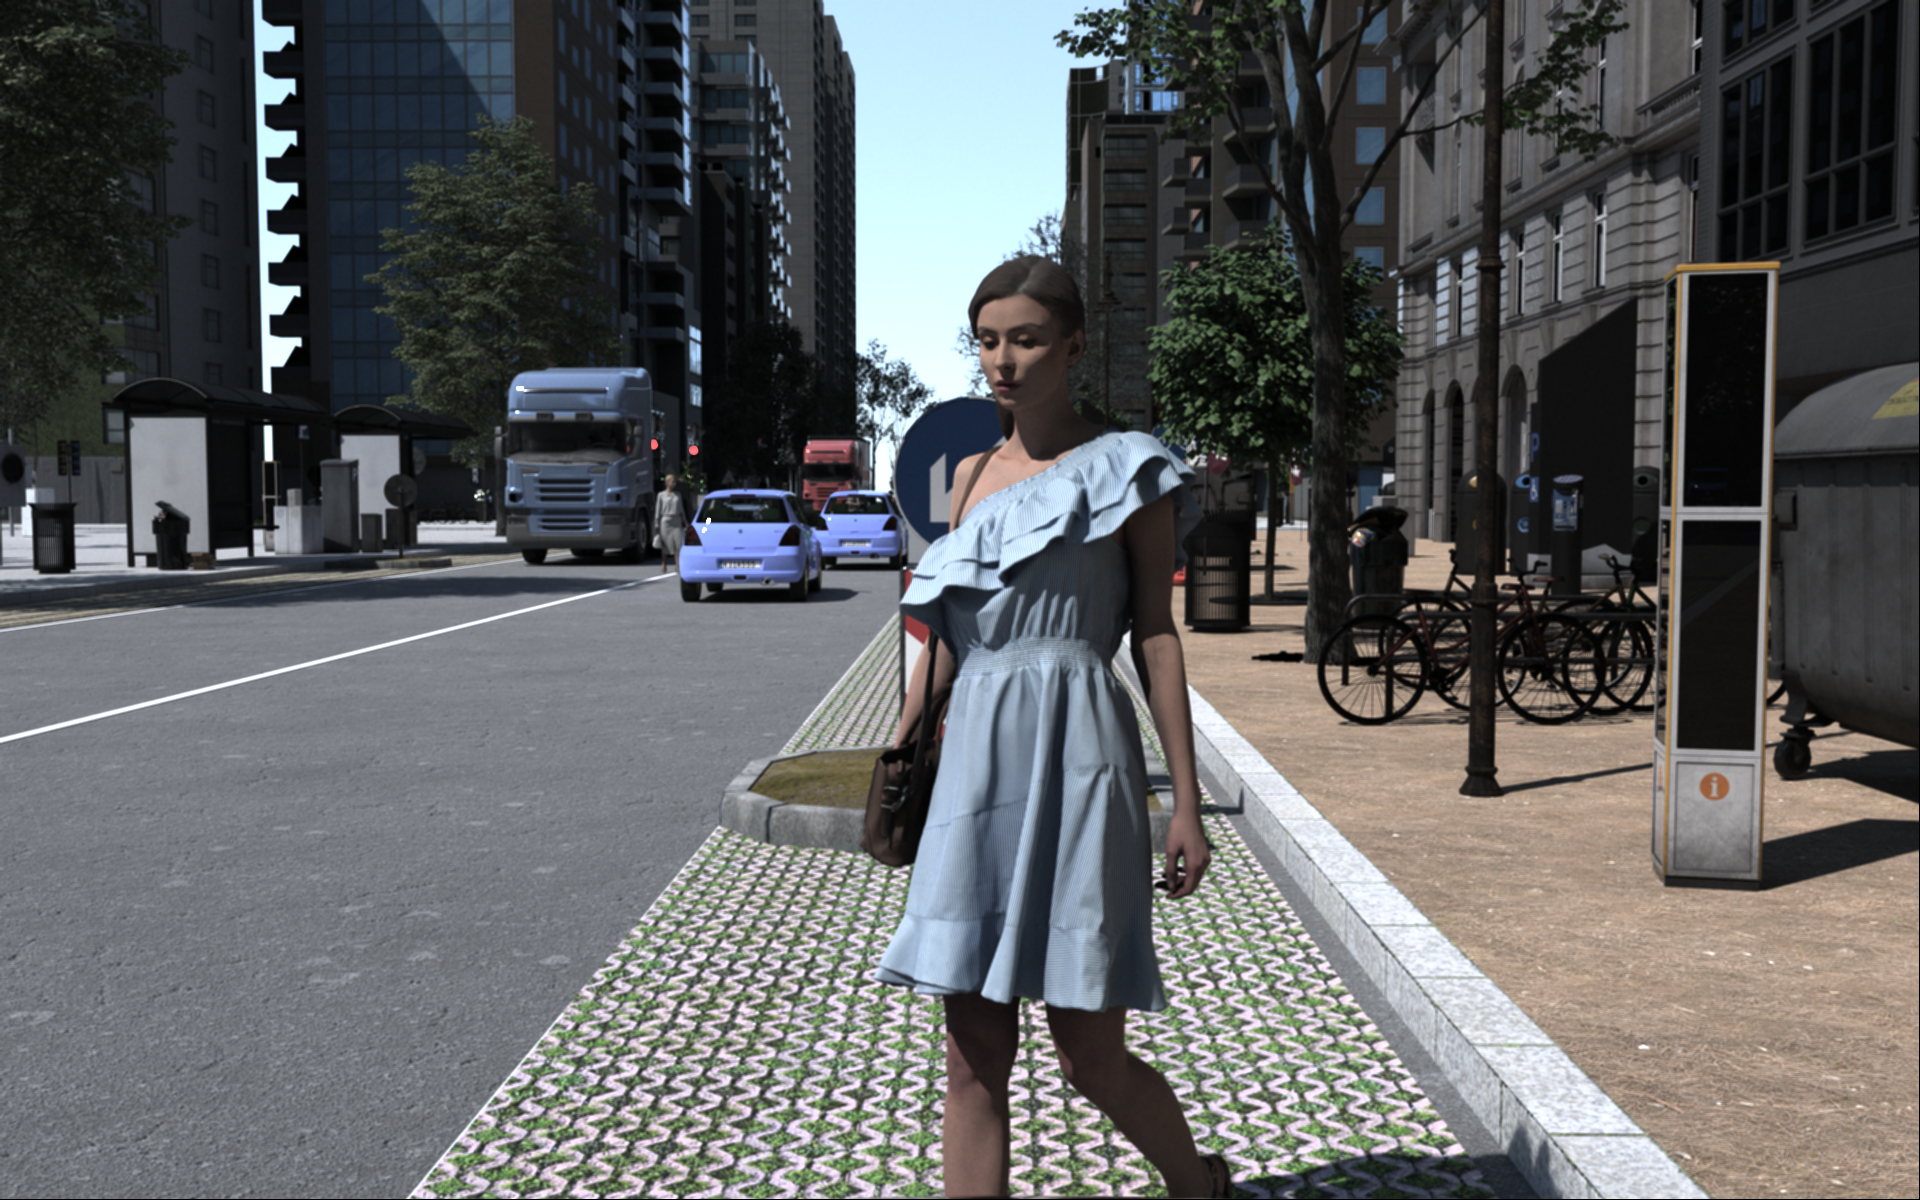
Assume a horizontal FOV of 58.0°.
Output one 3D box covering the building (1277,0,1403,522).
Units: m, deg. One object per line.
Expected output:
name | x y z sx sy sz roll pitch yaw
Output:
building | 22.860 -26.267 79.572 14.200 45.320 14.600 0 4 1

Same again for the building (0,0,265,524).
building | -42.153 -24.238 79.886 14.086 41.232 14.154 0 4 1

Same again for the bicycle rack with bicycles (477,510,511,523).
bicycle rack with bicycles | -13.400 -2.521 54.606 2.852 0.926 2.925 0 4 -4

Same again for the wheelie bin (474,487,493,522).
wheelie bin | -21.846 -4.377 79.476 0.980 1.594 0.693 1 4 13

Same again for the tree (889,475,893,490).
tree | -9.062 -16.849 259.188 4.285 4.588 4.351 0 3 0

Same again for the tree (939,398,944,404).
tree | -7.740 -23.335 237.411 12.611 20.169 13.585 0 3 0

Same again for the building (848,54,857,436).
building | -26.200 -50.552 264.777 20.563 71.187 20.611 0 4 1

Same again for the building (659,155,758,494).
building | -25.942 -23.165 150.451 14.160 30.474 14.107 0 4 1

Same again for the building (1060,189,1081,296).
building | 26.609 -39.509 269.671 21.300 48.544 21.600 0 4 1

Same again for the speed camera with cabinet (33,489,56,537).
speed camera with cabinet | -27.978 -3.531 52.060 2.038 3.252 0.660 3 4 38

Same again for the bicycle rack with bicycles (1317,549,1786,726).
bicycle rack with bicycles | 3.538 0.176 10.502 2.925 0.926 2.852 0 4 6

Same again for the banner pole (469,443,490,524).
banner pole | -20.609 -5.149 74.209 0.863 3.779 0.401 0 4 -1

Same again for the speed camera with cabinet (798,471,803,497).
speed camera with cabinet | -12.653 -8.480 132.976 2.038 3.252 0.660 -2 4 -32

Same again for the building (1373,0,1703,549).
building | 18.420 -12.044 38.728 13.314 21.916 24.055 0 4 1

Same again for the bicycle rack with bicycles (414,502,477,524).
bicycle rack with bicycles | -22.266 -3.794 75.406 2.925 0.926 2.852 3 4 36

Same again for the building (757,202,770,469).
building | -25.914 -24.027 164.535 14.160 30.474 14.107 0 4 1

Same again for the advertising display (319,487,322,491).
advertising display | -21.477 -3.299 59.151 0.123 1.923 0.974 2 4 34

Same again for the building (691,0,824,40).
building | -27.453 -49.295 244.227 20.563 71.187 20.611 0 4 1

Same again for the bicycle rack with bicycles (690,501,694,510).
bicycle rack with bicycles | -13.267 -4.543 87.663 2.925 0.926 2.852 -1 4 -12

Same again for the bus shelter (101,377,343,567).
bus shelter | -13.783 -2.374 32.735 2.014 3.302 5.546 0 4 1

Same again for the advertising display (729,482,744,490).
advertising display | -11.749 -5.254 91.112 0.123 1.923 0.974 3 4 36

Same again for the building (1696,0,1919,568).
building | 17.824 -13.520 14.565 14.314 27.812 24.014 0 4 1

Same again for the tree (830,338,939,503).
tree | -9.517 -21.520 207.739 12.611 20.169 13.585 0 3 0

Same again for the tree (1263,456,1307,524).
tree | 13.626 -4.841 73.748 1.663 3.219 1.824 0 3 0

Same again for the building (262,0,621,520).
building | -26.133 -26.889 89.745 14.600 45.320 14.200 0 4 1

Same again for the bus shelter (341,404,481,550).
bus shelter | -13.377 -2.931 41.851 2.014 3.302 5.546 0 4 1

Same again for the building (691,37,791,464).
building | -30.286 -34.685 186.707 23.786 49.044 30.456 0 4 1

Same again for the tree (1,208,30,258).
tree | -22.871 -5.481 39.981 4.360 8.622 3.978 0 3 0

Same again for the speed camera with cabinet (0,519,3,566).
speed camera with cabinet | -17.140 -2.182 30.006 0.660 3.252 2.038 1 4 10

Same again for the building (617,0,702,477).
building | -29.875 -49.324 119.115 22.319 86.520 31.000 0 4 1

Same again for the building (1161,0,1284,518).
building | 23.777 -27.480 103.919 22.147 44.769 28.867 0 4 1

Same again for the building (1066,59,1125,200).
building | 26.066 -52.099 290.062 20.563 71.187 20.611 0 4 1

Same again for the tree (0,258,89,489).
tree | -30.641 -6.501 56.660 4.360 8.622 3.978 0 3 0

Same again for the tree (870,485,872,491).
tree | -10.139 -11.647 185.032 1.663 3.219 1.824 0 3 0

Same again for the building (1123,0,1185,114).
building | 25.591 -52.953 178.448 22.319 86.520 31.000 0 4 1

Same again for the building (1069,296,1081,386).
building | 22.648 -29.364 251.803 14.160 30.474 14.107 0 4 1

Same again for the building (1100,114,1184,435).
building | 17.813 -22.220 134.994 14.160 30.474 14.107 0 4 1

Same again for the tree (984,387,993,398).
tree | 6.243 -15.291 156.661 9.857 13.997 8.962 0 3 0

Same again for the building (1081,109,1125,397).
building | 21.393 -33.785 202.497 14.600 45.320 14.200 0 4 1

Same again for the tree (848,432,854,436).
tree | -11.263 -13.847 176.758 4.360 8.622 3.978 0 3 0

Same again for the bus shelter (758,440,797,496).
bus shelter | -12.592 -8.728 120.333 2.179 5.291 8.768 0 4 1

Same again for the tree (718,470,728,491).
tree | -19.234 -8.854 139.365 1.663 3.219 1.824 0 3 0
